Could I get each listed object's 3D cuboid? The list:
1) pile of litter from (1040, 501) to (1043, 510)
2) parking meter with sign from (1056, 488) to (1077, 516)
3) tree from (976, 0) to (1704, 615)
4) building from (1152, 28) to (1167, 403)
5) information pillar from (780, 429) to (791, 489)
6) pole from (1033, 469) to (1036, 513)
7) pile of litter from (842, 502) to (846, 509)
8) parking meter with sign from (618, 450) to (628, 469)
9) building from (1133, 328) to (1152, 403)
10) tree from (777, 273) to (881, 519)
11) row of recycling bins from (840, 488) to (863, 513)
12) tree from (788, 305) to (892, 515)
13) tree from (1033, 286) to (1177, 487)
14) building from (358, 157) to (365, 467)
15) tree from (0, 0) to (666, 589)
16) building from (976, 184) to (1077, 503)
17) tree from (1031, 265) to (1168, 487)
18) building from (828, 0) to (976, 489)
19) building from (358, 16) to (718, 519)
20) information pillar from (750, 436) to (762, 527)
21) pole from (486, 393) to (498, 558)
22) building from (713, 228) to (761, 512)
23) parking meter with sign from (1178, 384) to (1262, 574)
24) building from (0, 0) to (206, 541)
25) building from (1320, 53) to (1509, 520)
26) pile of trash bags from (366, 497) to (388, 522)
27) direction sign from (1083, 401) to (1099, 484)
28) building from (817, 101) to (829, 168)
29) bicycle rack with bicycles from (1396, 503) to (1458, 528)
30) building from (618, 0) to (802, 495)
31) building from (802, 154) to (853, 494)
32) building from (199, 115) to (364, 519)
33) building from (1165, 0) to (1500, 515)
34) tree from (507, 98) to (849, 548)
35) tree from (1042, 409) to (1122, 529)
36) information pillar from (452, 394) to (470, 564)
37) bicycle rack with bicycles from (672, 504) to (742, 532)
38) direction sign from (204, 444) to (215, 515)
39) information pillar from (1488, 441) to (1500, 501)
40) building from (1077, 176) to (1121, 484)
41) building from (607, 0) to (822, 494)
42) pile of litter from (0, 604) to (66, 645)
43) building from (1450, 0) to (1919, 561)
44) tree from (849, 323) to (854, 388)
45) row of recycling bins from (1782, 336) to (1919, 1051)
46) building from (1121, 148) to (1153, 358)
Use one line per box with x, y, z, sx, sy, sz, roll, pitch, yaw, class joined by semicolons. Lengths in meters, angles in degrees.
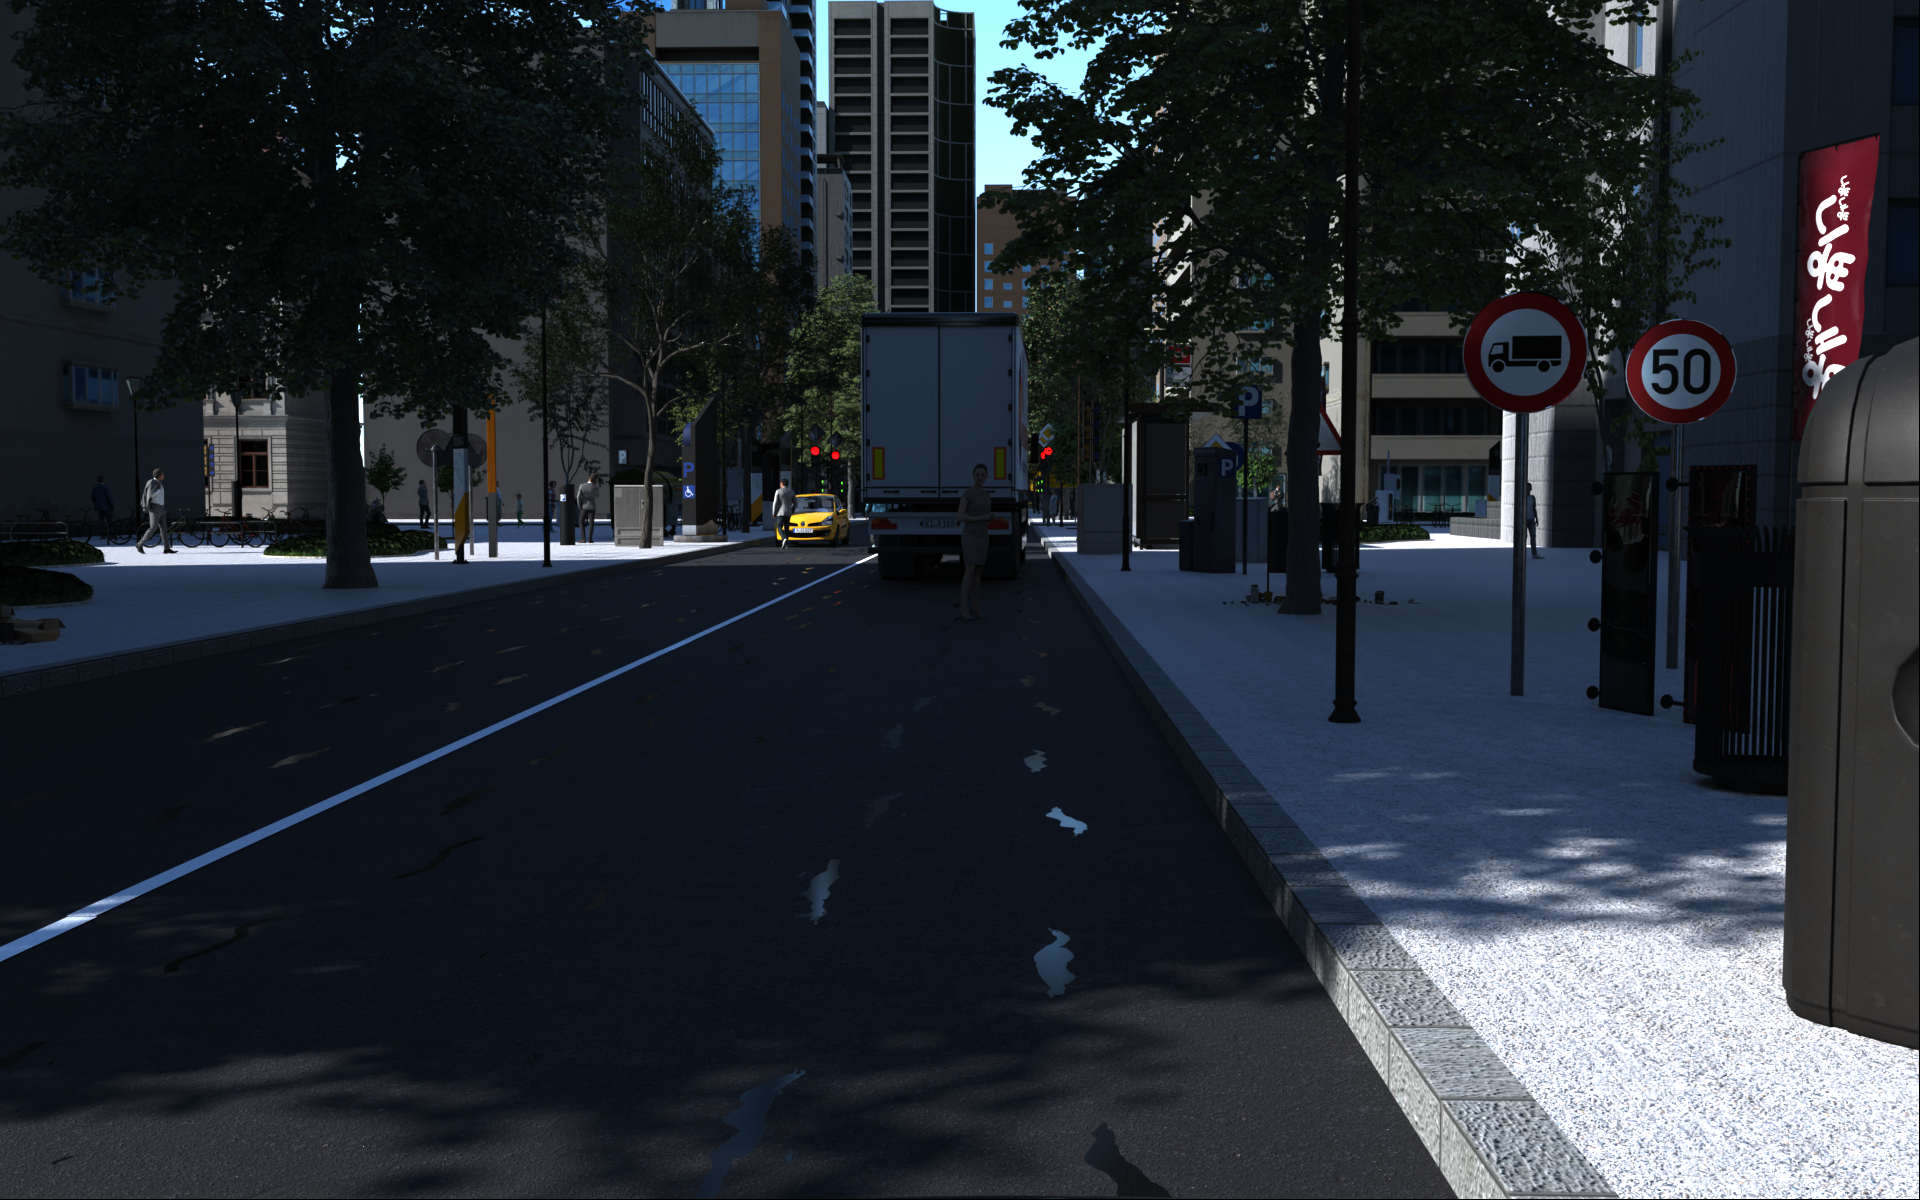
7.015;-7.852;142.341;1.176;0.858;1.719;-3;5;-40;pile of litter
5.941;-6.347;100.042;1.738;3.016;0.543;-1;4;-14;parking meter with sign
4.098;-6.124;18.256;7.486;12.596;7.792;0;3;0;tree
25.607;-31.365;162.930;14.600;45.320;14.200;0;4;2;building
-6.294;-4.355;62.554;0.183;3.616;0.504;3;5;41;information pillar
4.942;-7.411;115.014;0.158;3.312;0.155;0;3;0;pole
-6.466;-4.739;91.442;1.176;0.858;1.719;1;4;17;pile of litter
-12.755;-4.464;69.248;0.543;3.016;1.738;3;5;43;parking meter with sign
33.094;-20.829;185.586;27.650;21.520;28.899;0;4;2;building
-6.044;-10.484;89.546;7.486;12.596;7.792;0;3;0;tree
-7.306;-6.780;117.961;1.069;1.692;3.534;2;4;34;row of recycling bins
-5.567;-11.461;104.398;9.611;12.733;9.660;0;3;0;tree
4.874;-6.602;58.301;4.737;8.622;4.395;0;3;0;tree
-63.656;-32.264;211.115;14.086;41.232;14.154;0;4;2;building
-8.355;-7.133;23.275;9.857;13.997;8.962;0;3;0;tree
9.623;-36.872;252.971;14.200;45.320;14.600;0;4;2;building
4.184;-6.268;52.848;4.360;8.622;3.978;0;3;0;tree
-8.125;-49.944;254.842;20.611;71.187;20.563;0;4;2;building
-22.900;-18.690;99.082;14.314;27.812;24.014;0;4;2;building
-8.011;-4.693;68.085;0.504;3.616;0.183;-3;4;-38;information pillar
-9.447;-2.515;34.962;0.158;3.312;0.155;0;3;0;pole
-22.696;-18.971;129.260;14.460;24.649;34.723;0;4;2;building
4.184;-1.960;28.309;0.543;3.016;1.738;-2;4;-26;parking meter with sign
-36.698;-25.933;47.704;21.600;48.544;21.300;0;4;2;building
29.986;-28.760;93.934;21.600;48.544;21.300;0;4;2;building
-27.447;-4.206;78.521;3.447;1.369;1.912;3;5;45;pile of trash bags
3.205;-3.084;42.412;0.379;3.537;0.876;2;4;29;direction sign
-32.679;-43.736;257.082;28.212;58.520;21.231;0;4;2;building
17.899;-3.242;66.391;2.852;0.926;2.925;1;4;21;bicycle rack with bicycles
-22.307;-31.134;159.150;14.600;45.320;14.200;0;4;2;building
-20.241;-32.197;210.022;14.086;41.232;14.154;0;4;2;building
-44.356;-15.773;94.049;21.152;22.565;11.583;0;4;2;building
27.562;-31.209;133.971;21.300;48.544;21.600;0;4;2;building
-7.097;-6.493;40.571;7.601;10.594;8.767;0;4;5;tree
4.558;-4.883;63.543;4.285;4.588;4.351;0;3;0;tree
-9.148;-2.469;31.725;0.183;3.616;0.504;-3;5;-39;information pillar
-8.510;-2.856;60.073;2.852;0.926;2.925;2;4;30;bicycle rack with bicycles
-33.830;-5.261;78.013;0.876;3.537;0.379;2;4;35;direction sign
23.291;-5.145;75.476;0.504;3.616;0.183;0;4;-5;information pillar
32.078;-38.981;256.951;30.456;49.044;23.786;0;4;2;building
-25.467;-53.088;180.658;22.319;86.520;31.000;0;4;2;building
-8.599;-0.085;15.361;1.176;0.858;1.719;-2;4;-27;pile of litter
24.697;-30.541;41.342;21.231;58.520;28.212;0;4;2;building
-7.207;-7.483;56.757;8.767;10.594;7.601;1;4;13;tree
3.687;0.139;4.844;3.534;1.692;1.069;-2;4;-30;row of recycling bins
26.156;-32.030;207.280;14.154;41.232;14.086;0;4;2;building
